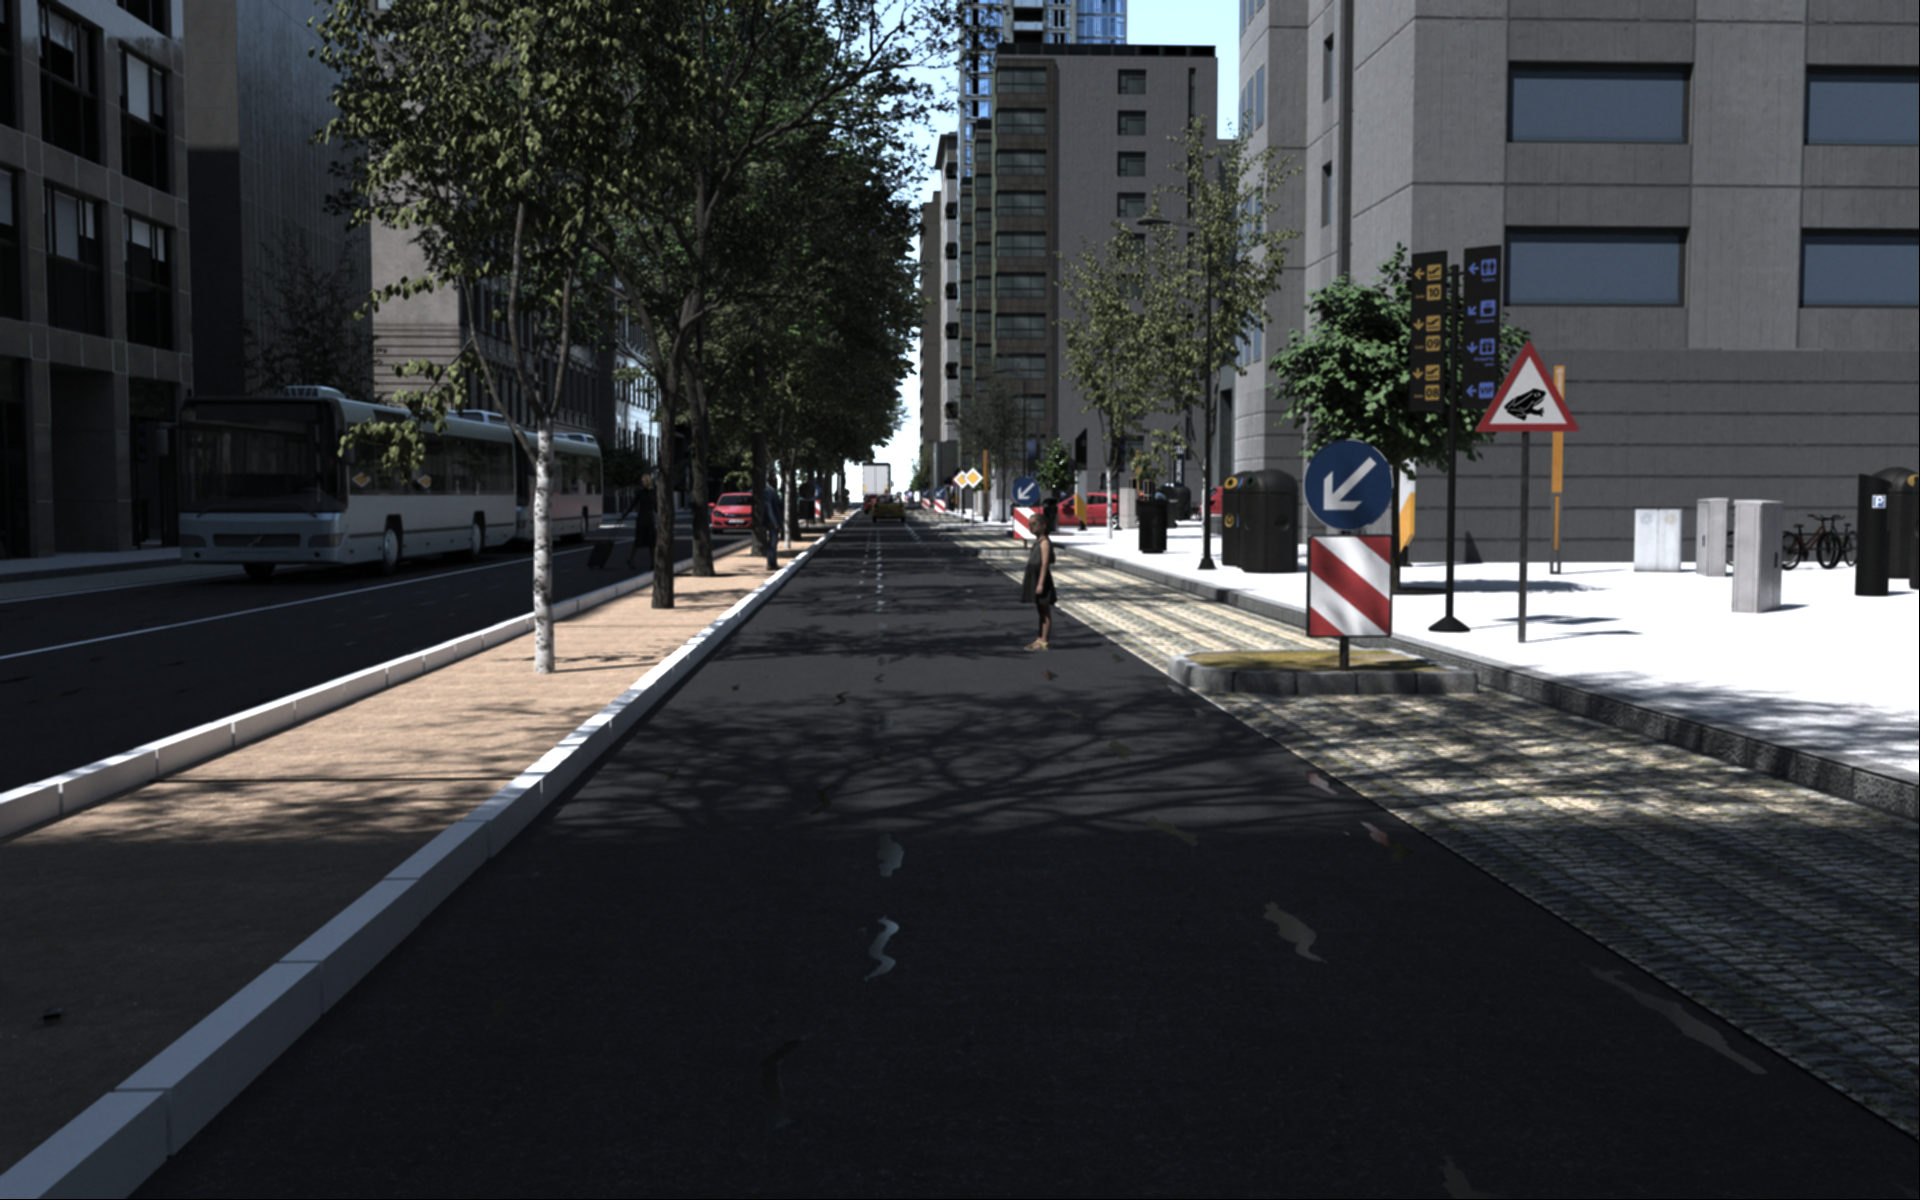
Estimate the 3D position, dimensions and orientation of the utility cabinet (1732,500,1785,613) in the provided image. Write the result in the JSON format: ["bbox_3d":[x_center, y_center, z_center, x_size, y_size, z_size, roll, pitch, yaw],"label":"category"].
[{"bbox_3d":[8.781,-0.482,19.039,0.306,1.237,1.020,3,4,38],"label":"utility cabinet"}]

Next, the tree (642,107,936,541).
[{"bbox_3d":[-5.143,-8.756,52.265,9.857,13.997,8.962,0,3,0],"label":"tree"}]

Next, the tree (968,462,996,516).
[{"bbox_3d":[1.138,-6.416,99.508,1.663,3.219,1.824,0,3,0],"label":"tree"}]

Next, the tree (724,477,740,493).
[{"bbox_3d":[-25.615,-12.463,198.368,1.663,3.219,1.824,0,3,0],"label":"tree"}]

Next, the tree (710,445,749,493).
[{"bbox_3d":[-23.358,-13.860,176.975,4.360,8.622,3.978,0,3,0],"label":"tree"}]

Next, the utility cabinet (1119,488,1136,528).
[{"bbox_3d":[6.223,-3.401,64.277,0.318,1.500,1.173,-1,4,-11],"label":"utility cabinet"}]

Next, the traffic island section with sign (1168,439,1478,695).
[{"bbox_3d":[2.653,-0.282,13.234,1.989,1.847,2.006,0,4,-3],"label":"traffic island section with sign"}]

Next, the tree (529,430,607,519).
[{"bbox_3d":[-19.101,-5.850,79.363,4.285,4.588,4.351,0,3,0],"label":"tree"}]

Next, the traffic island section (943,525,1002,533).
[{"bbox_3d":[0.506,-2.608,64.929,2.009,0.180,2.903,0,4,-3],"label":"traffic island section"}]

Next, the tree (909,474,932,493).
[{"bbox_3d":[-5.683,-16.187,248.371,4.285,4.588,4.351,0,3,0],"label":"tree"}]

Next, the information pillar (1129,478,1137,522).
[{"bbox_3d":[7.928,-4.579,79.356,0.304,2.012,0.304,-1,4,-19],"label":"information pillar"}]

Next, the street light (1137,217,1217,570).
[{"bbox_3d":[3.664,-3.471,29.284,1.470,5.913,1.316,0,4,-3],"label":"street light"}]

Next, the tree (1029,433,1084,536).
[{"bbox_3d":[3.166,-3.635,54.040,1.663,3.219,1.824,0,3,0],"label":"tree"}]

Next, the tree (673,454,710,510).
[{"bbox_3d":[-22.046,-9.637,141.278,4.285,4.588,4.351,0,3,0],"label":"tree"}]

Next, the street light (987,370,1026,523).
[{"bbox_3d":[1.873,-5.647,64.867,1.470,5.913,1.316,0,4,-3],"label":"street light"}]

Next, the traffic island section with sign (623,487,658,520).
[{"bbox_3d":[-17.490,-5.270,94.799,1.989,1.847,2.006,0,4,-3],"label":"traffic island section with sign"}]

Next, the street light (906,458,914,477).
[{"bbox_3d":[-6.250,-16.060,235.123,1.470,5.913,1.316,0,4,-3],"label":"street light"}]

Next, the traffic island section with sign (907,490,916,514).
[{"bbox_3d":[-2.551,-6.930,121.930,1.989,1.847,2.006,0,4,-3],"label":"traffic island section with sign"}]

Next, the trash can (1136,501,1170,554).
[{"bbox_3d":[4.171,-1.577,37.441,0.748,1.137,0.748,0,3,0],"label":"trash can"}]

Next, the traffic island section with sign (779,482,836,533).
[{"bbox_3d":[-5.760,-3.470,64.869,2.006,1.907,1.989,0,4,-3],"label":"traffic island section with sign"}]

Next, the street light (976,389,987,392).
[{"bbox_3d":[1.406,-6.372,76.723,1.470,5.913,1.316,0,4,-3],"label":"street light"}]

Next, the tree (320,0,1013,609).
[{"bbox_3d":[-3.712,-5.141,20.931,8.767,10.594,7.601,0,4,-3],"label":"tree"}]

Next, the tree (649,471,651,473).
[{"bbox_3d":[-20.003,-7.269,102.559,4.285,4.588,4.351,0,3,0],"label":"tree"}]

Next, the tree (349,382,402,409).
[{"bbox_3d":[-17.537,-4.095,50.670,4.285,4.588,4.351,0,3,0],"label":"tree"}]

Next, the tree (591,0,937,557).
[{"bbox_3d":[-4.409,-7.212,38.495,7.486,12.596,7.792,0,3,0],"label":"tree"}]

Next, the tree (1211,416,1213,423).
[{"bbox_3d":[17.001,-9.463,105.082,4.360,8.622,3.978,0,3,0],"label":"tree"}]

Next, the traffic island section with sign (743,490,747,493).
[{"bbox_3d":[-21.152,-9.954,171.380,1.989,1.847,2.006,0,4,-3],"label":"traffic island section with sign"}]

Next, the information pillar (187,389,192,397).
[{"bbox_3d":[-17.186,-2.897,38.724,0.183,3.616,0.504,-2,4,-26],"label":"information pillar"}]

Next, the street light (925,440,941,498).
[{"bbox_3d":[-2.265,-10.989,152.205,1.470,5.913,1.316,0,4,-3],"label":"street light"}]

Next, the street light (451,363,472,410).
[{"bbox_3d":[-17.245,-5.397,60.778,1.470,5.913,1.316,0,4,-3],"label":"street light"}]

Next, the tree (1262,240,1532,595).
[{"bbox_3d":[5.700,-2.382,22.666,4.285,4.588,4.351,0,3,0],"label":"tree"}]

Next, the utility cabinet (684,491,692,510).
[{"bbox_3d":[-21.141,-7.753,135.444,0.318,1.500,1.173,1,4,21],"label":"utility cabinet"}]

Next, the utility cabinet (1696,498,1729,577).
[{"bbox_3d":[11.806,-0.983,27.227,0.306,1.237,1.020,1,4,14],"label":"utility cabinet"}]

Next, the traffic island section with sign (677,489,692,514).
[{"bbox_3d":[-18.785,-6.917,121.723,1.989,1.847,2.006,0,4,-3],"label":"traffic island section with sign"}]

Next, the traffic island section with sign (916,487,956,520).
[{"bbox_3d":[-1.253,-5.283,95.006,1.989,1.847,2.006,0,4,-3],"label":"traffic island section with sign"}]

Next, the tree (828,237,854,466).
[{"bbox_3d":[-4.526,-5.634,44.932,4.737,8.622,4.395,0,3,0],"label":"tree"}]

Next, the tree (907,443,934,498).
[{"bbox_3d":[-5.310,-17.824,241.780,4.737,8.622,4.395,0,3,0],"label":"tree"}]

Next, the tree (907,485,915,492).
[{"bbox_3d":[-8.328,-18.678,299.990,1.663,3.219,1.824,0,3,0],"label":"tree"}]

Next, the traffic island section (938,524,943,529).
[{"bbox_3d":[0.124,-3.096,72.905,2.009,0.180,2.903,0,4,-3],"label":"traffic island section"}]

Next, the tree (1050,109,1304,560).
[{"bbox_3d":[4.565,-5.073,33.298,4.737,8.622,4.395,0,3,0],"label":"tree"}]

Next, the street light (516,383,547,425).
[{"bbox_3d":[-17.897,-6.096,72.214,1.470,5.913,1.316,0,4,-3],"label":"street light"}]

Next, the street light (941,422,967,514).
[{"bbox_3d":[-0.297,-8.555,112.413,1.470,5.913,1.316,0,4,-3],"label":"street light"}]

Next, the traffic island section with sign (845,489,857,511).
[{"bbox_3d":[-9.709,-8.513,147.320,2.006,1.907,1.989,0,4,-3],"label":"traffic island section with sign"}]

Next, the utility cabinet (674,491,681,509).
[{"bbox_3d":[-23.618,-8.303,144.433,0.318,1.500,1.173,-2,4,-32],"label":"utility cabinet"}]

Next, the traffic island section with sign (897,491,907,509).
[{"bbox_3d":[-4.953,-9.990,171.970,1.989,1.847,2.006,0,4,-3],"label":"traffic island section with sign"}]

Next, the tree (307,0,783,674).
[{"bbox_3d":[-3.360,-3.728,13.770,4.737,8.622,4.395,0,3,0],"label":"tree"}]

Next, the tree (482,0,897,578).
[{"bbox_3d":[-4.556,-6.208,29.716,9.928,11.665,9.643,0,3,0],"label":"tree"}]

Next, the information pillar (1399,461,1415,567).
[{"bbox_3d":[7.869,-2.393,30.480,0.183,3.616,0.504,-1,4,-10],"label":"information pillar"}]

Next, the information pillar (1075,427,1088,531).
[{"bbox_3d":[4.239,-4.234,60.574,0.504,3.616,0.183,-3,4,-38],"label":"information pillar"}]

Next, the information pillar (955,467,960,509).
[{"bbox_3d":[-0.233,-9.519,146.984,0.504,3.616,0.183,-2,4,-33],"label":"information pillar"}]

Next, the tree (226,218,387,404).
[{"bbox_3d":[-17.188,-5.862,46.211,4.360,8.622,3.978,0,3,0],"label":"tree"}]

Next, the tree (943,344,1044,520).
[{"bbox_3d":[1.472,-8.234,84.995,4.360,8.622,3.978,0,3,0],"label":"tree"}]

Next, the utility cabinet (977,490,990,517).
[{"bbox_3d":[1.308,-5.459,97.931,0.318,1.500,1.173,2,4,23],"label":"utility cabinet"}]

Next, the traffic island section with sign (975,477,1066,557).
[{"bbox_3d":[1.363,-1.933,40.236,1.989,1.847,2.006,0,4,-3],"label":"traffic island section with sign"}]

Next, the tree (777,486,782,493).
[{"bbox_3d":[-30.091,-18.394,295.342,1.663,3.219,1.824,0,3,0],"label":"tree"}]

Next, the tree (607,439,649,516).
[{"bbox_3d":[-19.330,-6.523,90.364,4.285,4.588,4.351,0,3,0],"label":"tree"}]

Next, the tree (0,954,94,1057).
[{"bbox_3d":[-3.044,-5.598,4.352,12.009,13.543,11.850,0,3,0],"label":"tree"}]

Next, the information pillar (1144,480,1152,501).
[{"bbox_3d":[9.912,-5.306,91.241,0.304,2.012,0.304,-3,4,-36],"label":"information pillar"}]

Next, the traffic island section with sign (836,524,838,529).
[{"bbox_3d":[-6.104,-3.922,72.268,2.006,1.907,1.989,0,4,-3],"label":"traffic island section with sign"}]

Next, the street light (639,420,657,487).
[{"bbox_3d":[-19.606,-8.347,109.014,1.470,5.913,1.316,0,4,-3],"label":"street light"}]
